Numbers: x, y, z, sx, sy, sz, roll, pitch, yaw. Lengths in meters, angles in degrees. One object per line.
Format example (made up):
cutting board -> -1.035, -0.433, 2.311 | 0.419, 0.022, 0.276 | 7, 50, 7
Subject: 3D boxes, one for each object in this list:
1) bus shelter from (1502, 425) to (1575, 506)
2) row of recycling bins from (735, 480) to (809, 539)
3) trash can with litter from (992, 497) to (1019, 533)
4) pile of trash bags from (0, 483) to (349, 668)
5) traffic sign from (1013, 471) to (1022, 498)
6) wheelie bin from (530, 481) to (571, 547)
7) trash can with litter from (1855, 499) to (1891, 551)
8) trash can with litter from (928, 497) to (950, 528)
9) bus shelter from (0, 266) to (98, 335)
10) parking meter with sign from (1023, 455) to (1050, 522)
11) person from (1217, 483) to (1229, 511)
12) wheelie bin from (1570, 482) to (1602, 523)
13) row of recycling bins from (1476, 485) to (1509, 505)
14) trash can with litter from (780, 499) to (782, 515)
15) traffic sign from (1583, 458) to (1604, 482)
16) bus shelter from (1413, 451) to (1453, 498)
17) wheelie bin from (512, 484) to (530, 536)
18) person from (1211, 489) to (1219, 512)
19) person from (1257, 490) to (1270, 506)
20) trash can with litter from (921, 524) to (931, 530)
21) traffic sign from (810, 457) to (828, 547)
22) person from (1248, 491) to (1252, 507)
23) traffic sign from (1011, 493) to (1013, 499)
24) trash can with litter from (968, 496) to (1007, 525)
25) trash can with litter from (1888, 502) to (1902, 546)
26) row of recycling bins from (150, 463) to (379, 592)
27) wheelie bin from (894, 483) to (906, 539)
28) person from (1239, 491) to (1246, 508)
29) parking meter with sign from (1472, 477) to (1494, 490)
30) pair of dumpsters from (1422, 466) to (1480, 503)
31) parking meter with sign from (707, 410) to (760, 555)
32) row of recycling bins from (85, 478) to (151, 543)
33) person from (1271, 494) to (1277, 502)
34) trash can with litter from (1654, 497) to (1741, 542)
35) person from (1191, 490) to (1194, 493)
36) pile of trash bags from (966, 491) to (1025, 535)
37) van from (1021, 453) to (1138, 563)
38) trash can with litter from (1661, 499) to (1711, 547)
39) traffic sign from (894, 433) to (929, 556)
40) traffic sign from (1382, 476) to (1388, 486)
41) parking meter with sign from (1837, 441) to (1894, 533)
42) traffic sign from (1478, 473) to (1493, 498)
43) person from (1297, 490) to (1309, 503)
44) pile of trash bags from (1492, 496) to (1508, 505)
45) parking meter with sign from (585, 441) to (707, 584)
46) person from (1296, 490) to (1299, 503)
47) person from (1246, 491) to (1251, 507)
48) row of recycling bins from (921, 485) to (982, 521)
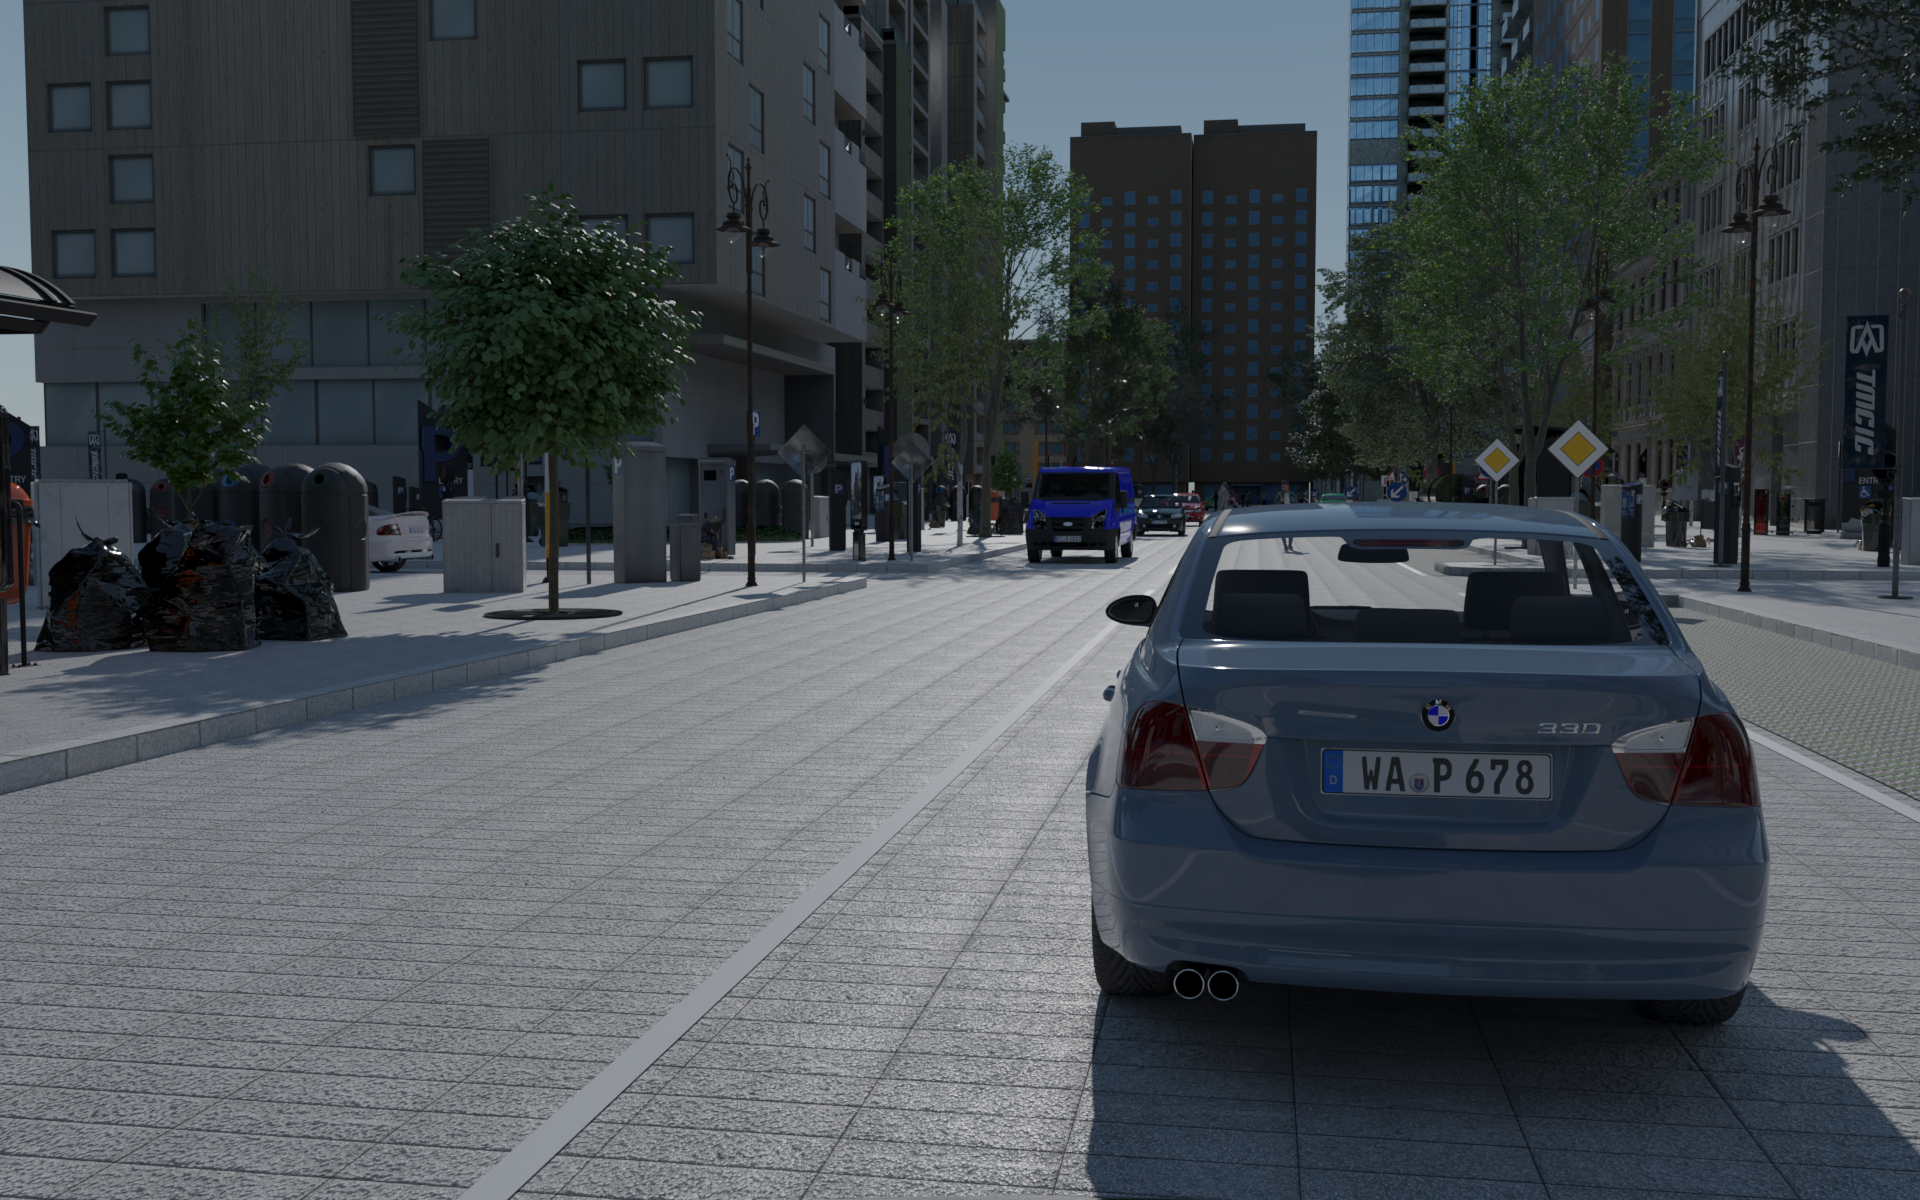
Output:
bus shelter -> 20.391, -4.267, 61.053 | 1.731, 3.624, 6.357 | 1, 4, 10
row of recycling bins -> -5.937, -2.631, 50.126 | 3.534, 1.692, 1.069 | 2, 4, 26
trash can with litter -> 1.500, -2.833, 57.711 | 1.055, 1.170, 0.624 | -2, 4, -26
pile of trash bags -> -6.778, -0.276, 14.263 | 1.912, 1.369, 3.447 | 1, 4, 17
traffic sign -> 2.565, -5.035, 82.430 | 0.768, 2.556, 0.104 | 1, 4, 19
wheelie bin -> -9.887, -2.099, 42.229 | 0.693, 1.594, 0.980 | -3, 4, -37
trash can with litter -> 20.464, -1.691, 39.037 | 0.624, 1.170, 1.055 | 0, 4, 7
trash can with litter -> -0.816, -3.361, 66.341 | 0.624, 1.170, 1.055 | 1, 4, 17
bus shelter -> -9.065, -1.153, 12.781 | 2.014, 3.302, 5.546 | 1, 4, 10
parking meter with sign -> 3.195, -5.019, 78.322 | 1.738, 3.016, 0.543 | 0, 4, 8
person -> 8.593, -2.945, 56.839 | 0.473, 1.802, 0.592 | 3, 5, 43
wheelie bin -> 16.117, -2.241, 44.542 | 0.980, 1.594, 0.693 | -3, 5, -42
row of recycling bins -> 22.519, -4.213, 76.000 | 3.534, 1.692, 1.069 | 1, 4, 17
trash can with litter -> -6.229, -2.746, 56.283 | 0.624, 1.170, 1.055 | 3, 5, 41
traffic sign -> 19.868, -3.333, 54.598 | 0.768, 2.556, 0.104 | 1, 4, 13
bus shelter -> 25.850, -6.336, 94.873 | 1.731, 3.624, 6.357 | 1, 4, 10
wheelie bin -> -13.171, -2.729, 52.524 | 0.980, 1.594, 0.693 | 1, 4, 14
person -> 20.303, -7.899, 137.670 | 0.705, 1.821, 1.348 | -1, 4, -15
person -> 27.644, -9.105, 157.359 | 1.348, 1.826, 0.705 | 3, 5, 42
trash can with litter -> -1.495, -3.125, 62.156 | 1.678, 1.210, 2.233 | 0, 4, 2
traffic sign -> -3.606, -2.576, 42.217 | 0.768, 2.556, 0.104 | 1, 4, 14
person -> 26.713, -9.209, 159.989 | 0.530, 1.710, 0.541 | -1, 4, -13
traffic sign -> 2.516, -5.117, 83.767 | 0.768, 2.556, 0.104 | 1, 4, 10
trash can with litter -> 1.410, -3.662, 70.934 | 2.233, 1.210, 1.678 | 2, 4, 30
trash can with litter -> 22.387, -1.799, 40.795 | 1.055, 1.170, 0.624 | -3, 5, -43
row of recycling bins -> -9.425, -1.012, 23.666 | 3.534, 1.692, 1.069 | 2, 4, 31
wheelie bin -> -1.612, -2.522, 49.142 | 0.980, 1.594, 0.693 | -3, 4, -37
person -> 24.128, -8.485, 148.050 | 0.721, 1.723, 1.217 | -1, 4, -16
parking meter with sign -> 23.664, -5.076, 79.247 | 1.738, 3.016, 0.543 | -1, 4, -15
pair of dumpsters -> 17.367, -3.594, 61.258 | 1.574, 2.255, 4.437 | 1, 4, 10
parking meter with sign -> -5.112, -2.457, 36.430 | 1.738, 3.016, 0.543 | 1, 4, 14
row of recycling bins -> -21.391, -2.351, 45.549 | 3.534, 1.692, 1.069 | -1, 4, -17
person -> 27.593, -8.515, 150.983 | 1.065, 1.426, 0.557 | 0, 4, -3
trash can with litter -> 19.980, -2.196, 46.956 | 2.233, 1.210, 1.678 | 3, 4, 39
person -> 18.201, -7.677, 134.708 | 0.721, 1.739, 1.217 | 1, 4, 18
pile of trash bags -> 1.112, -2.784, 55.275 | 1.912, 1.369, 3.447 | 0, 4, 2
van -> 2.684, -2.040, 37.744 | 2.240, 2.365, 5.245 | 1, 4, 11
trash can with litter -> 17.560, -1.866, 41.890 | 1.055, 1.170, 0.624 | 0, 4, 5
traffic sign -> -1.020, -2.191, 35.922 | 0.768, 2.556, 0.104 | 1, 4, 11
traffic sign -> 23.388, -5.675, 94.923 | 0.606, 2.300, 0.079 | 1, 4, 14
parking meter with sign -> 29.629, -3.687, 56.538 | 1.738, 3.016, 0.543 | 1, 4, 23
traffic sign -> 19.954, -4.010, 65.567 | 0.884, 2.594, 0.081 | 1, 4, 13
person -> 30.580, -8.961, 155.023 | 1.348, 1.823, 0.705 | 2, 4, 29
pile of trash bags -> 21.762, -3.606, 68.711 | 3.447, 1.369, 1.912 | 0, 4, -6
parking meter with sign -> -4.618, -1.761, 25.056 | 1.738, 3.016, 0.543 | -3, 4, -36
person -> 32.559, -9.697, 167.053 | 0.705, 1.823, 1.348 | 1, 4, 9
person -> 25.433, -8.785, 152.861 | 0.721, 1.735, 1.217 | 2, 4, 28
row of recycling bins -> -0.550, -4.651, 83.160 | 3.534, 1.692, 1.069 | 0, 4, 7
